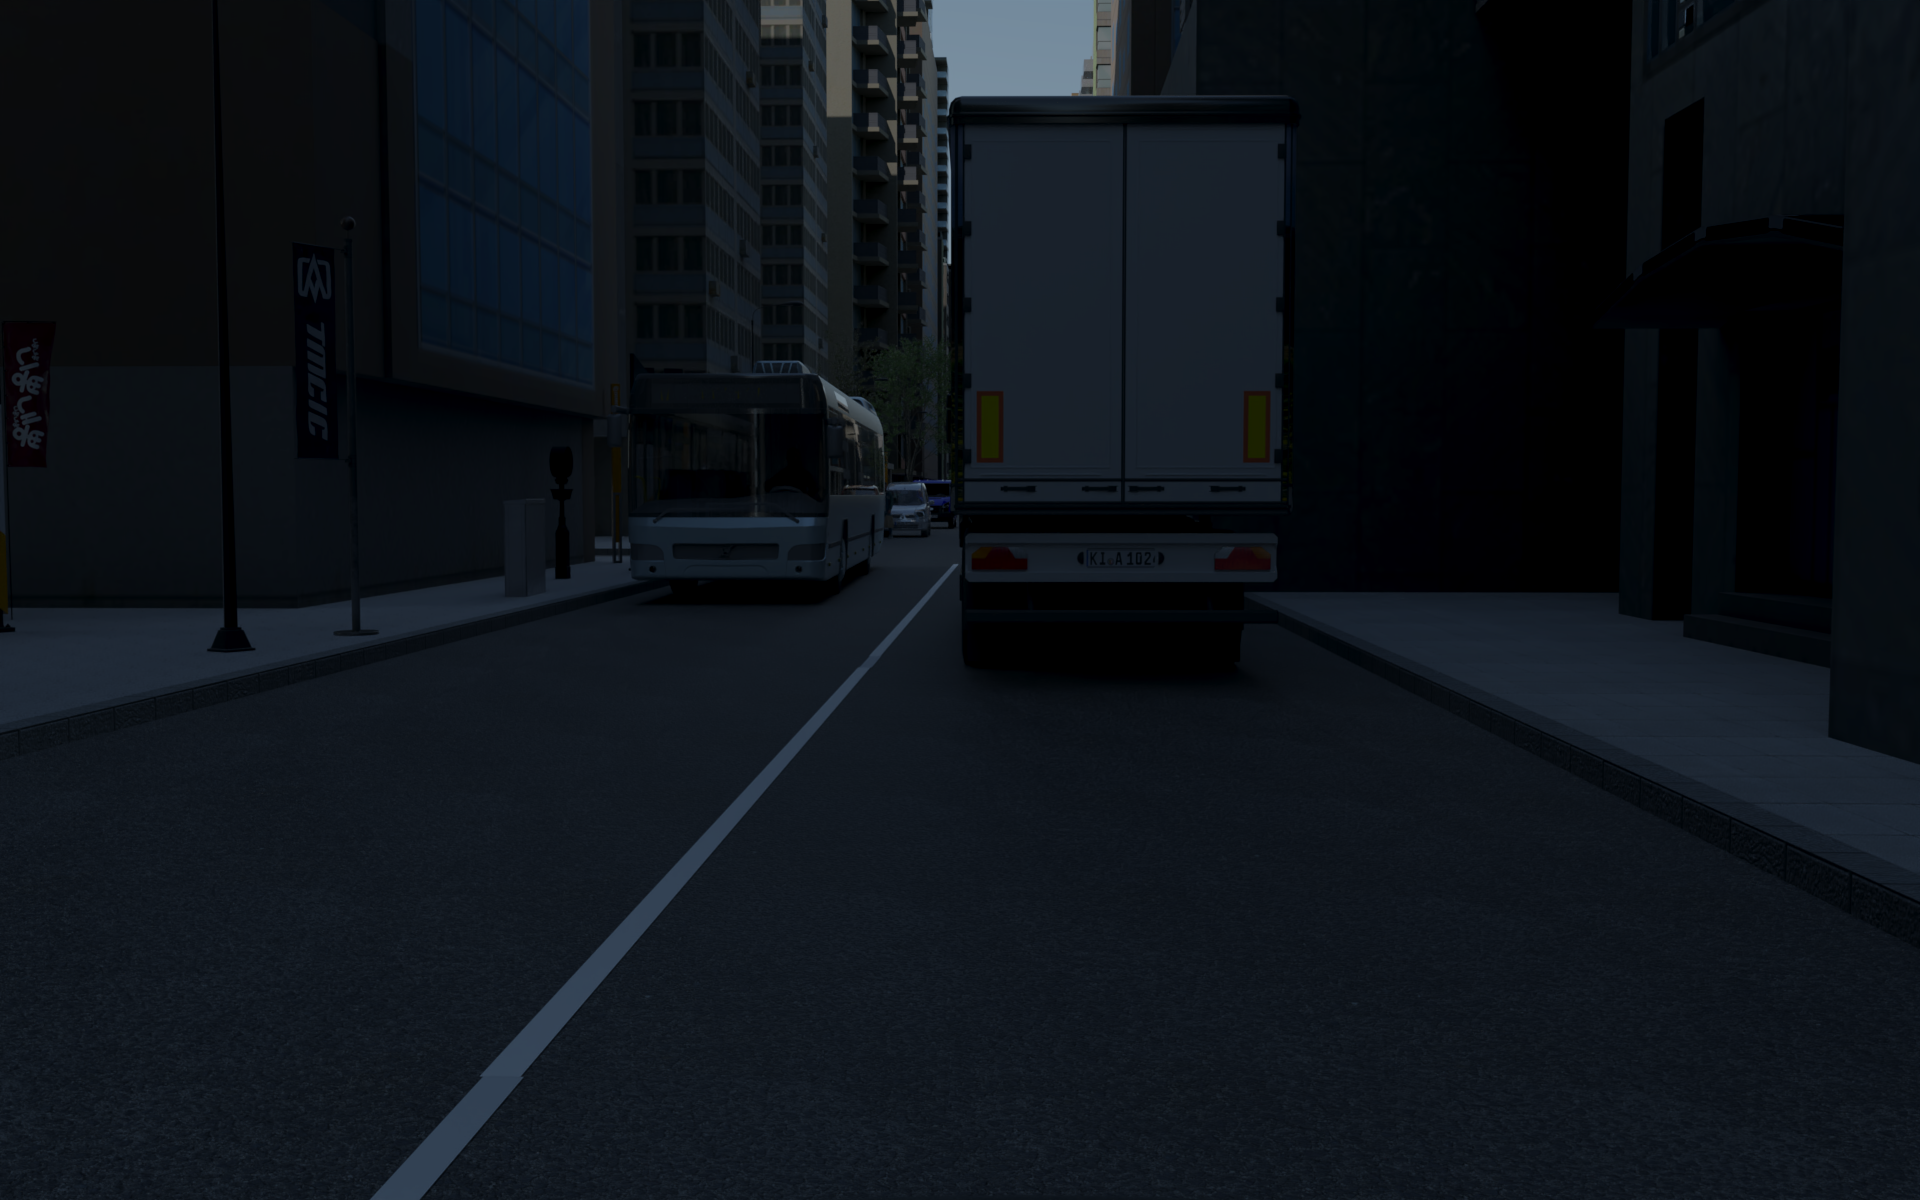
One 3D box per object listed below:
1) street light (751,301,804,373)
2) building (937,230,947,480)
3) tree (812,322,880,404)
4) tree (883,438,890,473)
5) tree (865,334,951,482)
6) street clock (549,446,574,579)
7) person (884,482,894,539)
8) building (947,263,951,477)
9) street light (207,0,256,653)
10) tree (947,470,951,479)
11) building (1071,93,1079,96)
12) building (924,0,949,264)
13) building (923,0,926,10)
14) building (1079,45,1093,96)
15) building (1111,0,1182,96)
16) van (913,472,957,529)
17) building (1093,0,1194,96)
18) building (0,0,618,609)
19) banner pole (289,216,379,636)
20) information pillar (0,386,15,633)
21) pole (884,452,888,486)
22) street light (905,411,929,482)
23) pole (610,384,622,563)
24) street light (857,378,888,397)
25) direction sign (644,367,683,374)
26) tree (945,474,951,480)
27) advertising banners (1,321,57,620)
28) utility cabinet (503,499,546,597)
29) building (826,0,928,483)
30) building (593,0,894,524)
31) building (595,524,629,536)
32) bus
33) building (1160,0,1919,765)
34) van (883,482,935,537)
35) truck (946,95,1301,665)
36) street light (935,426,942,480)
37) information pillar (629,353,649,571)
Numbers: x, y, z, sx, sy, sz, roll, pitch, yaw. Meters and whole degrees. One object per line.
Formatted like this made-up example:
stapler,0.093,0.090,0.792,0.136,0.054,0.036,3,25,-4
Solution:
street light,-4.463,-4.240,41.859,1.470,5.913,1.316,0,4,2
building,-9.023,-25.127,182.526,14.160,30.474,14.107,0,4,2
tree,-5.169,-7.583,74.350,4.360,8.622,3.978,0,3,0
tree,-4.872,-5.855,79.443,4.285,4.588,4.351,0,3,0
tree,-3.180,-11.431,112.644,9.928,11.665,9.643,0,3,0
street clock,-6.011,-1.321,26.161,0.358,2.002,0.471,0,4,5
person,-2.362,-2.848,55.047,0.794,1.824,0.713,2,4,35
building,-7.671,-26.746,208.993,14.160,30.474,14.107,0,4,2
street light,-5.422,-2.534,13.968,1.470,5.913,1.316,0,4,2
tree,0.027,-12.773,192.544,4.285,4.588,4.351,0,3,0
building,24.542,-43.972,260.939,21.231,58.520,28.212,0,4,2
building,-11.136,-56.145,230.644,22.319,86.520,31.000,0,4,2
building,-9.819,-30.759,153.025,14.600,45.320,14.200,0,4,2
building,23.265,-33.972,175.055,23.786,49.044,30.456,0,4,2
building,13.397,-25.675,69.900,14.600,45.320,14.200,0,4,2
van,-1.121,-4.217,73.324,2.240,2.365,5.245,0,4,2
building,16.444,-26.930,123.893,14.154,41.232,14.086,0,4,2
building,-13.871,-22.949,25.320,14.200,45.320,14.600,0,4,2
banner pole,-5.625,-1.559,15.514,0.401,3.779,0.863,2,4,28
information pillar,-8.997,-1.497,15.838,0.183,3.616,0.504,2,4,30
pole,-3.607,-5.521,84.114,0.158,3.312,0.155,0,3,0
street light,-2.514,-7.629,97.274,1.470,5.913,1.316,0,4,2
pole,-6.369,-2.339,32.089,0.158,3.312,0.155,0,3,0
street light,-3.569,-5.929,69.480,1.470,5.913,1.316,0,4,2
direction sign,-5.400,-2.396,31.169,0.876,3.537,0.379,-2,4,-26
tree,-0.883,-10.446,165.399,1.663,3.219,1.824,0,3,0
advertising banners,-10.183,-1.304,17.513,2.074,3.025,0.090,0,4,-6
utility cabinet,-5.551,-0.668,22.081,0.306,1.237,1.020,0,4,0
building,-13.925,-29.177,131.675,22.147,44.769,28.867,0,4,2
building,-20.098,-24.581,93.773,32.217,40.220,23.993,0,4,2
building,-19.733,-22.329,56.963,32.217,40.220,23.993,0,4,2
bus,-2.882,-2.006,27.659,2.948,3.499,13.247,0,4,1
building,14.019,-42.935,14.664,22.319,86.520,31.000,0,4,2
van,-1.852,-3.161,58.688,2.013,2.044,4.112,0,4,1
truck,1.199,-1.768,17.826,2.839,4.237,11.283,0,4,0
street light,-1.948,-8.954,118.945,1.470,5.913,1.316,0,4,2
information pillar,-5.328,-2.303,29.004,0.183,3.616,0.504,2,4,32
